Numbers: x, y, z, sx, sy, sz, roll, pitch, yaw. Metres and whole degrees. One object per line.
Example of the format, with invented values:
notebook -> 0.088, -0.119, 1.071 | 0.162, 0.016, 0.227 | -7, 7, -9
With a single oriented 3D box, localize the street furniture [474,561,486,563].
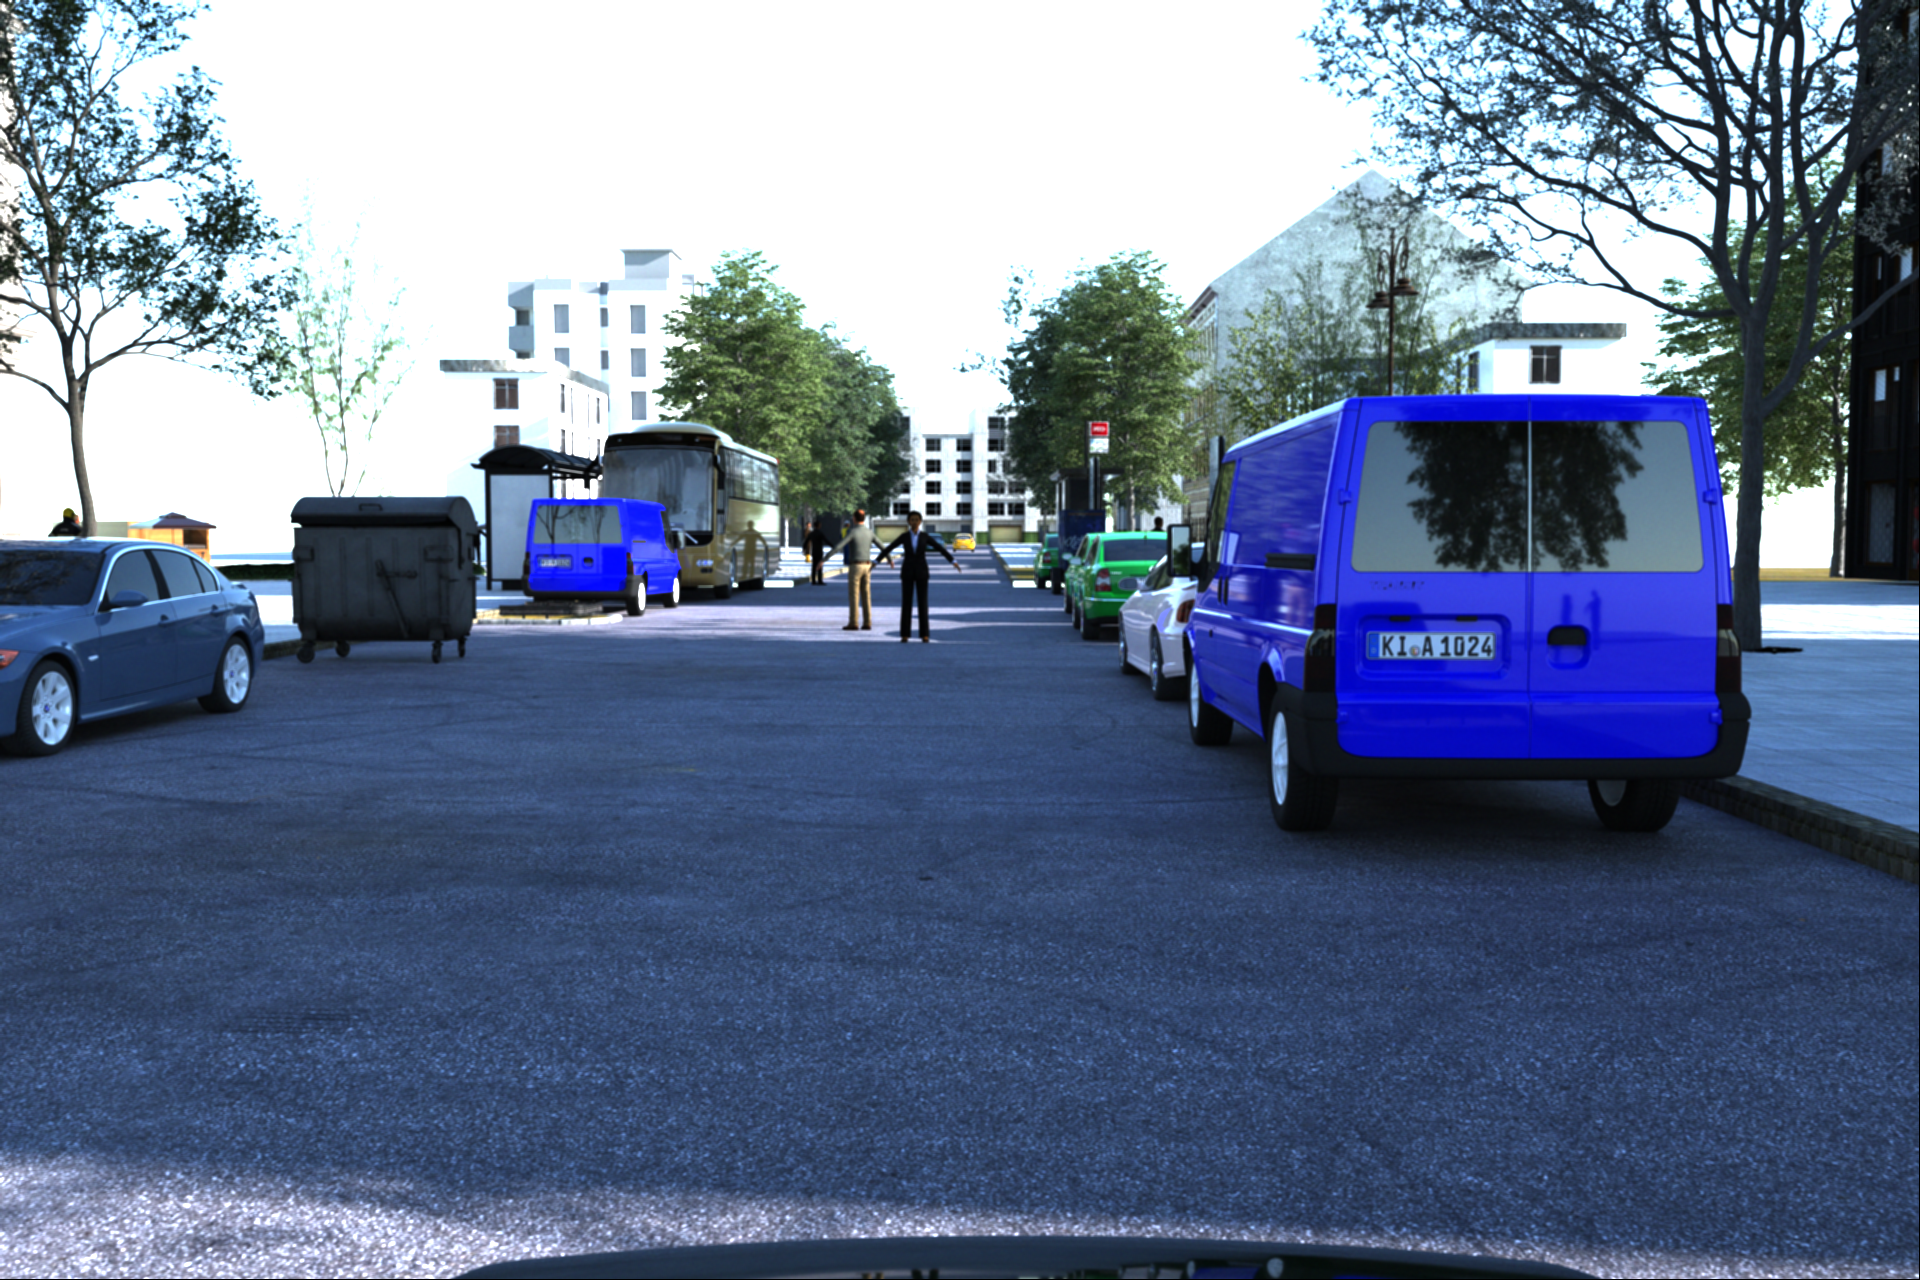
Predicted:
street furniture -> -12.755, -3.652, 66.557 | 11.010, 1.723, 9.812 | -1, 4, -20

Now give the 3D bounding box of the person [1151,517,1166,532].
person -> 4.291, -1.752, 37.325 | 1.346, 1.802, 0.704 | 3, 5, 43

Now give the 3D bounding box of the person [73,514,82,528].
person -> -23.155, -2.401, 45.436 | 1.348, 1.807, 0.705 | 1, 4, 18

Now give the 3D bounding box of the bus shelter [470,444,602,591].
bus shelter -> -9.987, -2.930, 41.822 | 2.014, 3.302, 5.546 | 0, 4, 1

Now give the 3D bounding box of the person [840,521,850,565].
person -> -4.603, -3.975, 70.966 | 0.705, 1.833, 1.349 | -2, 4, -34

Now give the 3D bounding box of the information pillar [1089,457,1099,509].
information pillar -> 4.128, -3.797, 53.390 | 0.184, 3.620, 1.656 | 0, 4, 0

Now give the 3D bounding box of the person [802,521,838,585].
person -> -3.977, -2.437, 48.528 | 1.346, 1.802, 0.704 | 3, 5, 39

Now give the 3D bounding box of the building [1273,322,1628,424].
building -> 21.940, -8.605, 82.839 | 9.099, 9.664, 28.070 | 0, 4, 0

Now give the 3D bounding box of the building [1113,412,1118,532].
building -> 28.118, -22.845, 204.450 | 19.493, 23.208, 18.063 | 0, 4, 0

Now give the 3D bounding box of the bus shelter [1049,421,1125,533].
bus shelter -> 4.212, -4.981, 59.074 | 2.179, 5.291, 8.768 | 0, 4, 0

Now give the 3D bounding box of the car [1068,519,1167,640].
car -> 2.558, -0.979, 24.809 | 1.959, 1.807, 4.718 | 0, 4, 1

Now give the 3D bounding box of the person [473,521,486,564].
person -> -20.102, -4.033, 71.871 | 1.347, 1.837, 0.705 | 0, 4, -4

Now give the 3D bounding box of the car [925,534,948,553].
car -> -1.881, -6.479, 117.731 | 2.131, 1.459, 4.920 | 0, 4, 1

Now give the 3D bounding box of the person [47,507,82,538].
person -> -19.098, -1.921, 37.179 | 1.351, 1.858, 0.704 | 0, 4, 6

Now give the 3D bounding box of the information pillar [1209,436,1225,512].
information pillar -> 6.243, -3.108, 42.124 | 0.184, 3.620, 1.656 | 0, 4, 1

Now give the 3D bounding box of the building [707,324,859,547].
building -> -25.879, -20.844, 184.773 | 27.936, 21.610, 32.646 | 0, 4, 2

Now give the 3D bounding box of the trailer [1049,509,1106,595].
trailer -> 2.904, -2.142, 42.064 | 1.471, 1.999, 3.904 | 0, 3, 0

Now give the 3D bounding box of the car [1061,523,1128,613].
car -> 2.767, -1.290, 29.893 | 1.959, 1.807, 4.718 | 0, 3, 0

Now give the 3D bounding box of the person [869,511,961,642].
person -> -0.597, -0.837, 22.870 | 1.216, 1.740, 0.721 | 0, 4, -1

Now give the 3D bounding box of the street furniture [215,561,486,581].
street furniture -> -17.941, -2.204, 51.660 | 5.734, 0.657, 10.072 | 1, 4, 14

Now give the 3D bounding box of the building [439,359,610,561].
building -> -24.169, -9.480, 97.141 | 9.099, 9.664, 28.070 | 0, 4, 0

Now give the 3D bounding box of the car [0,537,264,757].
car -> -6.699, -0.042, 12.685 | 2.014, 1.417, 4.499 | 0, 4, 1

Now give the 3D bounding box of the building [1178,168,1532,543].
building -> 24.904, -17.287, 113.579 | 19.493, 23.208, 18.063 | 0, 4, 1

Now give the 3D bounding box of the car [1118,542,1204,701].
car -> 2.581, -0.240, 16.281 | 2.083, 1.381, 4.827 | 0, 4, 0

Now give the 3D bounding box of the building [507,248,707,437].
building -> -23.937, -15.867, 115.840 | 16.016, 20.090, 11.380 | 0, 4, 1

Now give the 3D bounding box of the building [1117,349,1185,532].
building -> 25.100, -18.683, 171.919 | 16.747, 18.905, 31.486 | 0, 4, 1

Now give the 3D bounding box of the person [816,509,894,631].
person -> -1.516, -1.046, 25.838 | 1.348, 1.796, 0.705 | -3, 4, -36

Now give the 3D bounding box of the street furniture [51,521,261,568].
street furniture -> -29.683, -3.260, 60.151 | 9.812, 1.723, 11.010 | 3, 4, 36

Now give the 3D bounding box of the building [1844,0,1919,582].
building -> 29.469, -12.758, 37.258 | 12.332, 23.479, 15.834 | 0, 4, 1

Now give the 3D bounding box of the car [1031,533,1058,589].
car -> 2.917, -2.326, 46.819 | 1.959, 1.807, 4.718 | 0, 4, 1

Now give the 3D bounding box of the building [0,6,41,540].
building -> -31.062, -12.913, 38.843 | 11.050, 23.595, 19.941 | 0, 4, 1

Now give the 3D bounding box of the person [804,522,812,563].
person -> -6.761, -4.359, 77.408 | 0.704, 1.812, 1.346 | 1, 4, 9

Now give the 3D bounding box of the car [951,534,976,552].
car -> 0.290, -7.839, 138.392 | 2.015, 1.641, 3.980 | 0, 3, 0

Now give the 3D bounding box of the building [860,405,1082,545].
building -> 1.593, -22.994, 244.867 | 31.486, 18.905, 16.747 | 0, 4, -4
